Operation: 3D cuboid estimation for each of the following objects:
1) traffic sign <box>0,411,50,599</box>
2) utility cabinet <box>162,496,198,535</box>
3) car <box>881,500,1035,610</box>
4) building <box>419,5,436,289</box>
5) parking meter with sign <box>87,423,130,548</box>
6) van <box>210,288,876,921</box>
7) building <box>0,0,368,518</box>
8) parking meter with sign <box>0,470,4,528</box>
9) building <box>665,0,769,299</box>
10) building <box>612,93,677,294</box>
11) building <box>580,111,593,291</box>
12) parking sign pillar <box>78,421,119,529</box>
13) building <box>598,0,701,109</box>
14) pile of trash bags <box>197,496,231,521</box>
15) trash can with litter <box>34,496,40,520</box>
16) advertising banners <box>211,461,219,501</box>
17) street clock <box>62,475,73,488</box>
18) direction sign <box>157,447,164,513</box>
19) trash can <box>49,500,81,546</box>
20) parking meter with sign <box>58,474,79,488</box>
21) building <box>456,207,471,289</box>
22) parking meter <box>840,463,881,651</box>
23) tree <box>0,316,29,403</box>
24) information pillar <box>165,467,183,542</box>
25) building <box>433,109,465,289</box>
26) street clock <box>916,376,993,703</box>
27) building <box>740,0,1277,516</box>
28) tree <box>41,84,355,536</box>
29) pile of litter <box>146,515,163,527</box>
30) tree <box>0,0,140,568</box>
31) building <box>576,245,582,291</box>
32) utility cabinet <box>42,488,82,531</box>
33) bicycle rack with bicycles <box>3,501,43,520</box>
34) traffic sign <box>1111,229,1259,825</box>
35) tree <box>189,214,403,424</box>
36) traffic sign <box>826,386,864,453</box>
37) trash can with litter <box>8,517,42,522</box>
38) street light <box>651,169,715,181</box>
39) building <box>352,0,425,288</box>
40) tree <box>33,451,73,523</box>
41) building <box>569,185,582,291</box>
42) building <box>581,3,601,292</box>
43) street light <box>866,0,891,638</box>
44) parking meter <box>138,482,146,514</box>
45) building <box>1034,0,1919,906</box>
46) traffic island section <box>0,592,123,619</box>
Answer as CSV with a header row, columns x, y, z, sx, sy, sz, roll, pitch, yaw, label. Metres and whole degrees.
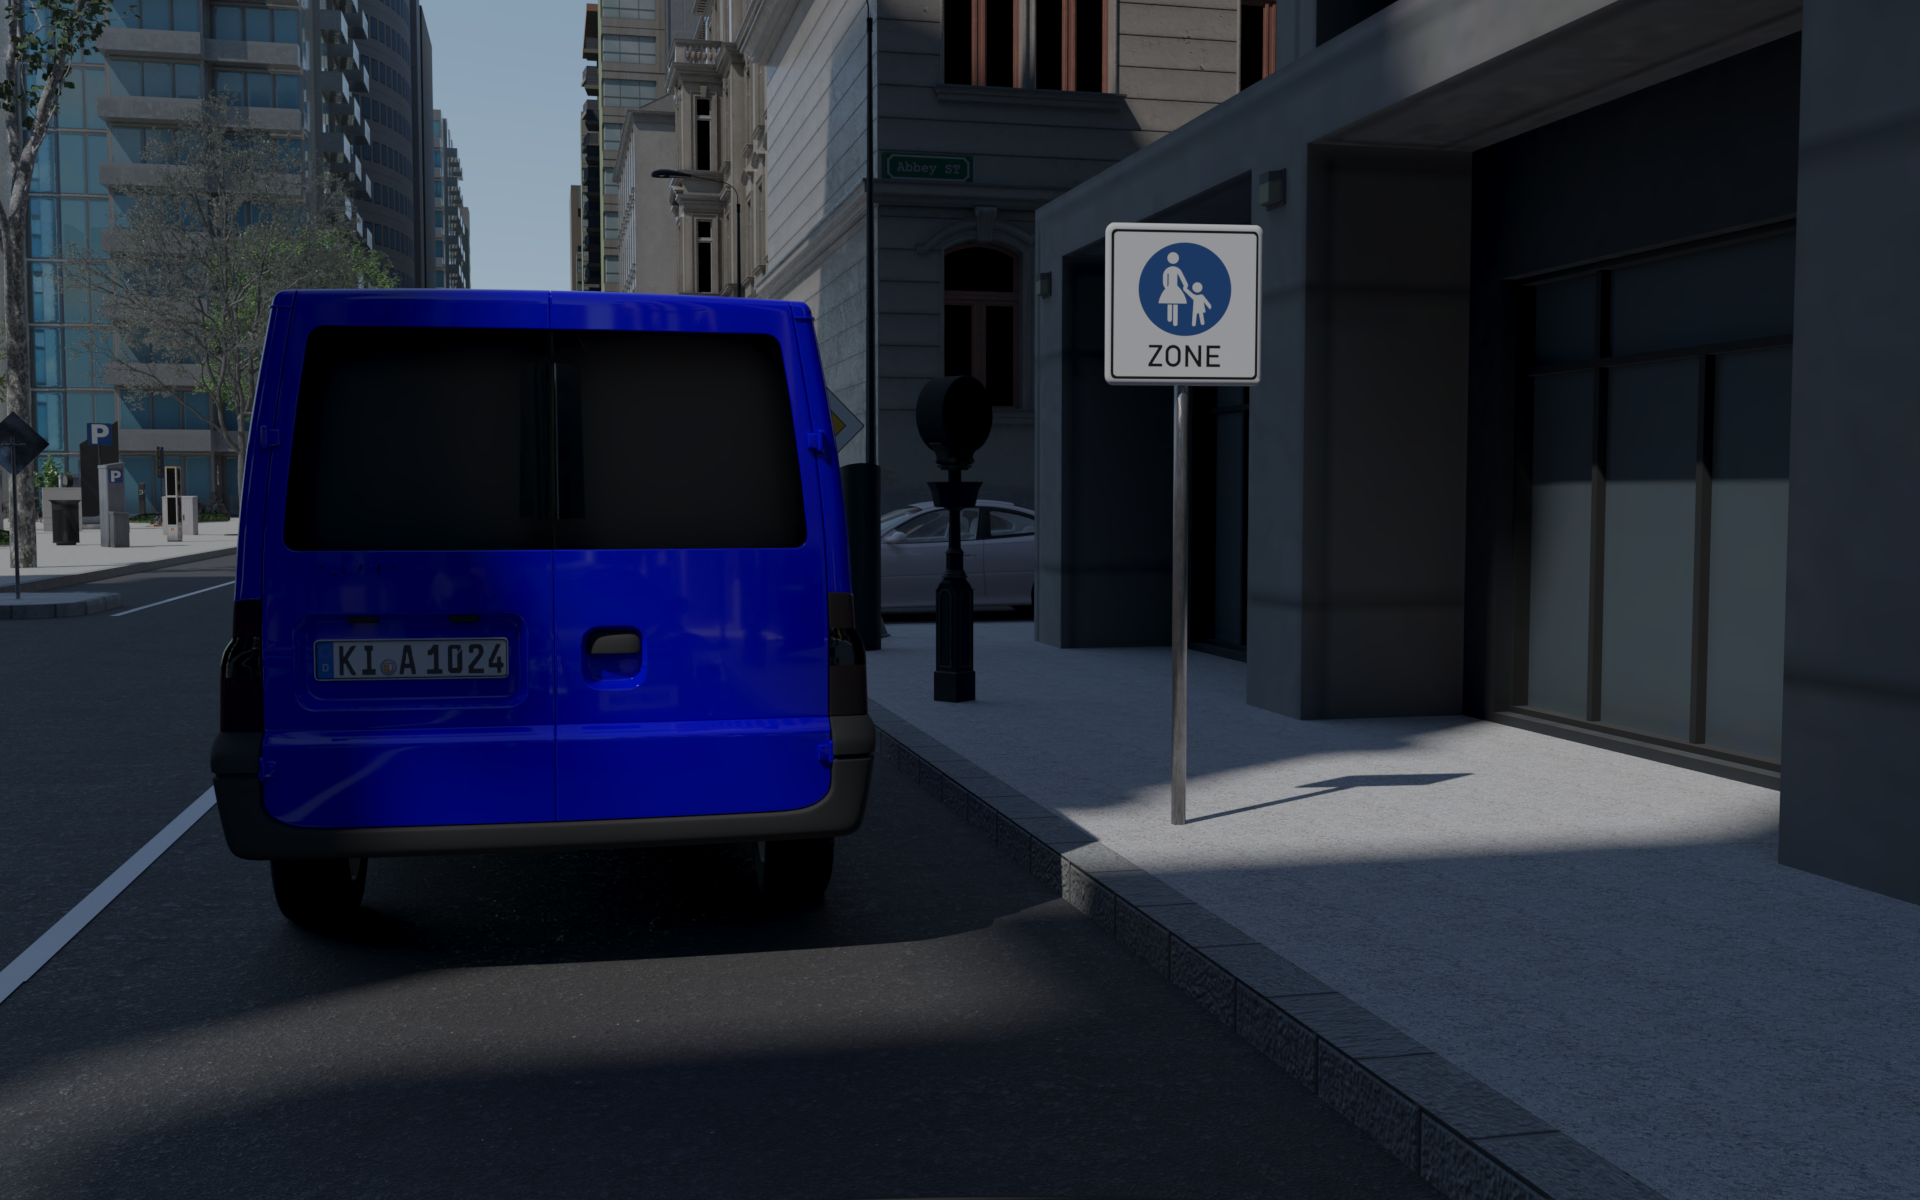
x,y,z,sx,sy,sz,roll,pitch,yaw,label
-11.515,-1.069,21.116,0.795,2.450,0.064,-1,4,-13,traffic sign
-24.376,-2.628,54.133,1.020,1.237,0.306,0,4,6,utility cabinet
-0.316,-0.491,20.393,4.827,1.381,2.083,-1,4,-13,car
-54.723,-30.922,155.680,14.600,45.320,14.200,-1,4,-13,building
-20.548,-2.792,41.908,0.543,3.016,1.738,-3,5,-41,parking meter with sign
-1.728,-0.197,7.606,2.240,2.365,5.245,-1,4,-12,van
-48.218,-29.685,104.955,23.786,49.044,30.456,-1,4,-13,building
-31.108,-3.631,55.623,0.543,3.016,1.738,-1,4,-13,parking meter with sign
-3.211,-14.900,62.706,14.460,24.649,34.723,-1,4,-13,building
-12.296,-14.617,88.134,9.793,20.994,18.267,-1,4,-13,building
-34.205,-30.957,189.742,14.154,41.232,14.086,-1,4,-13,building
-31.494,-4.580,63.347,1.447,3.967,1.447,-3,4,-38,parking sign pillar
-15.375,-25.969,108.183,14.154,41.232,14.086,-1,4,-13,building
-35.615,-4.495,83.250,3.447,1.369,1.912,-2,4,-32,pile of trash bags
-45.158,-4.437,83.933,1.055,1.170,0.624,1,4,20,trash can with litter
-38.726,-5.744,90.104,0.090,3.025,2.074,-1,4,-13,advertising banners
-33.882,-3.746,65.815,0.471,2.002,0.358,3,5,41,street clock
-38.267,-5.563,82.953,0.379,3.537,0.876,0,4,-7,direction sign
-22.378,-1.938,43.337,0.748,1.137,0.748,0,3,0,trash can
-34.371,-4.315,66.808,1.738,3.016,0.543,-3,4,-36,parking meter with sign
-74.670,-33.923,238.239,14.154,41.232,14.086,-1,4,-13,building
-0.836,-0.358,14.268,0.372,1.533,0.369,0,3,0,parking meter
-34.808,-6.723,60.285,4.737,8.622,4.395,0,3,0,tree
-21.108,-2.570,46.505,0.304,2.012,0.304,0,4,-2,information pillar
-73.280,-36.424,215.137,23.786,49.044,30.456,-1,4,-13,building
-0.033,-0.375,10.700,0.358,2.002,0.471,3,5,41,street clock
8.103,-15.018,32.938,23.554,28.519,14.401,-1,4,-13,building
-22.205,-8.725,53.019,12.009,13.543,11.850,0,3,0,tree
-31.124,-3.323,68.289,1.719,0.858,1.176,-1,4,-14,pile of litter
-17.800,-10.620,29.520,12.611,20.169,13.585,0,3,0,tree
-37.811,-26.421,203.677,14.160,30.474,14.107,-1,4,-13,building
-30.579,-3.077,58.996,1.173,1.500,0.318,-2,4,-30,utility cabinet
-46.915,-4.486,86.731,2.852,0.926,2.925,1,4,10,bicycle rack with bicycles
0.848,-0.277,6.664,0.606,2.300,0.079,0,4,-7,traffic sign
-24.180,-8.424,63.483,9.928,11.665,9.643,0,3,0,tree
-1.241,-0.715,15.339,0.795,2.450,0.064,-1,4,-13,traffic sign
-43.190,-4.205,79.801,2.233,1.210,1.678,1,4,14,trash can with litter
-3.727,-3.211,25.039,1.470,5.913,1.316,-1,4,-13,street light
-53.364,-36.180,133.543,21.231,58.520,28.212,-1,4,-13,building
-40.712,-5.063,77.378,1.663,3.219,1.824,0,3,0,tree
-47.925,-36.414,245.486,14.600,45.320,14.200,-1,4,-13,building
-22.820,-30.761,157.574,22.147,44.769,28.867,-1,4,-13,building
-1.323,-2.613,15.271,1.470,5.913,1.316,-1,4,-13,street light
-40.620,-4.912,86.014,0.255,1.863,0.399,-1,4,-12,parking meter
12.969,-34.684,5.342,20.563,71.187,20.611,-1,4,-13,building
-11.536,0.068,21.172,2.009,0.180,2.903,-1,4,-13,traffic island section
